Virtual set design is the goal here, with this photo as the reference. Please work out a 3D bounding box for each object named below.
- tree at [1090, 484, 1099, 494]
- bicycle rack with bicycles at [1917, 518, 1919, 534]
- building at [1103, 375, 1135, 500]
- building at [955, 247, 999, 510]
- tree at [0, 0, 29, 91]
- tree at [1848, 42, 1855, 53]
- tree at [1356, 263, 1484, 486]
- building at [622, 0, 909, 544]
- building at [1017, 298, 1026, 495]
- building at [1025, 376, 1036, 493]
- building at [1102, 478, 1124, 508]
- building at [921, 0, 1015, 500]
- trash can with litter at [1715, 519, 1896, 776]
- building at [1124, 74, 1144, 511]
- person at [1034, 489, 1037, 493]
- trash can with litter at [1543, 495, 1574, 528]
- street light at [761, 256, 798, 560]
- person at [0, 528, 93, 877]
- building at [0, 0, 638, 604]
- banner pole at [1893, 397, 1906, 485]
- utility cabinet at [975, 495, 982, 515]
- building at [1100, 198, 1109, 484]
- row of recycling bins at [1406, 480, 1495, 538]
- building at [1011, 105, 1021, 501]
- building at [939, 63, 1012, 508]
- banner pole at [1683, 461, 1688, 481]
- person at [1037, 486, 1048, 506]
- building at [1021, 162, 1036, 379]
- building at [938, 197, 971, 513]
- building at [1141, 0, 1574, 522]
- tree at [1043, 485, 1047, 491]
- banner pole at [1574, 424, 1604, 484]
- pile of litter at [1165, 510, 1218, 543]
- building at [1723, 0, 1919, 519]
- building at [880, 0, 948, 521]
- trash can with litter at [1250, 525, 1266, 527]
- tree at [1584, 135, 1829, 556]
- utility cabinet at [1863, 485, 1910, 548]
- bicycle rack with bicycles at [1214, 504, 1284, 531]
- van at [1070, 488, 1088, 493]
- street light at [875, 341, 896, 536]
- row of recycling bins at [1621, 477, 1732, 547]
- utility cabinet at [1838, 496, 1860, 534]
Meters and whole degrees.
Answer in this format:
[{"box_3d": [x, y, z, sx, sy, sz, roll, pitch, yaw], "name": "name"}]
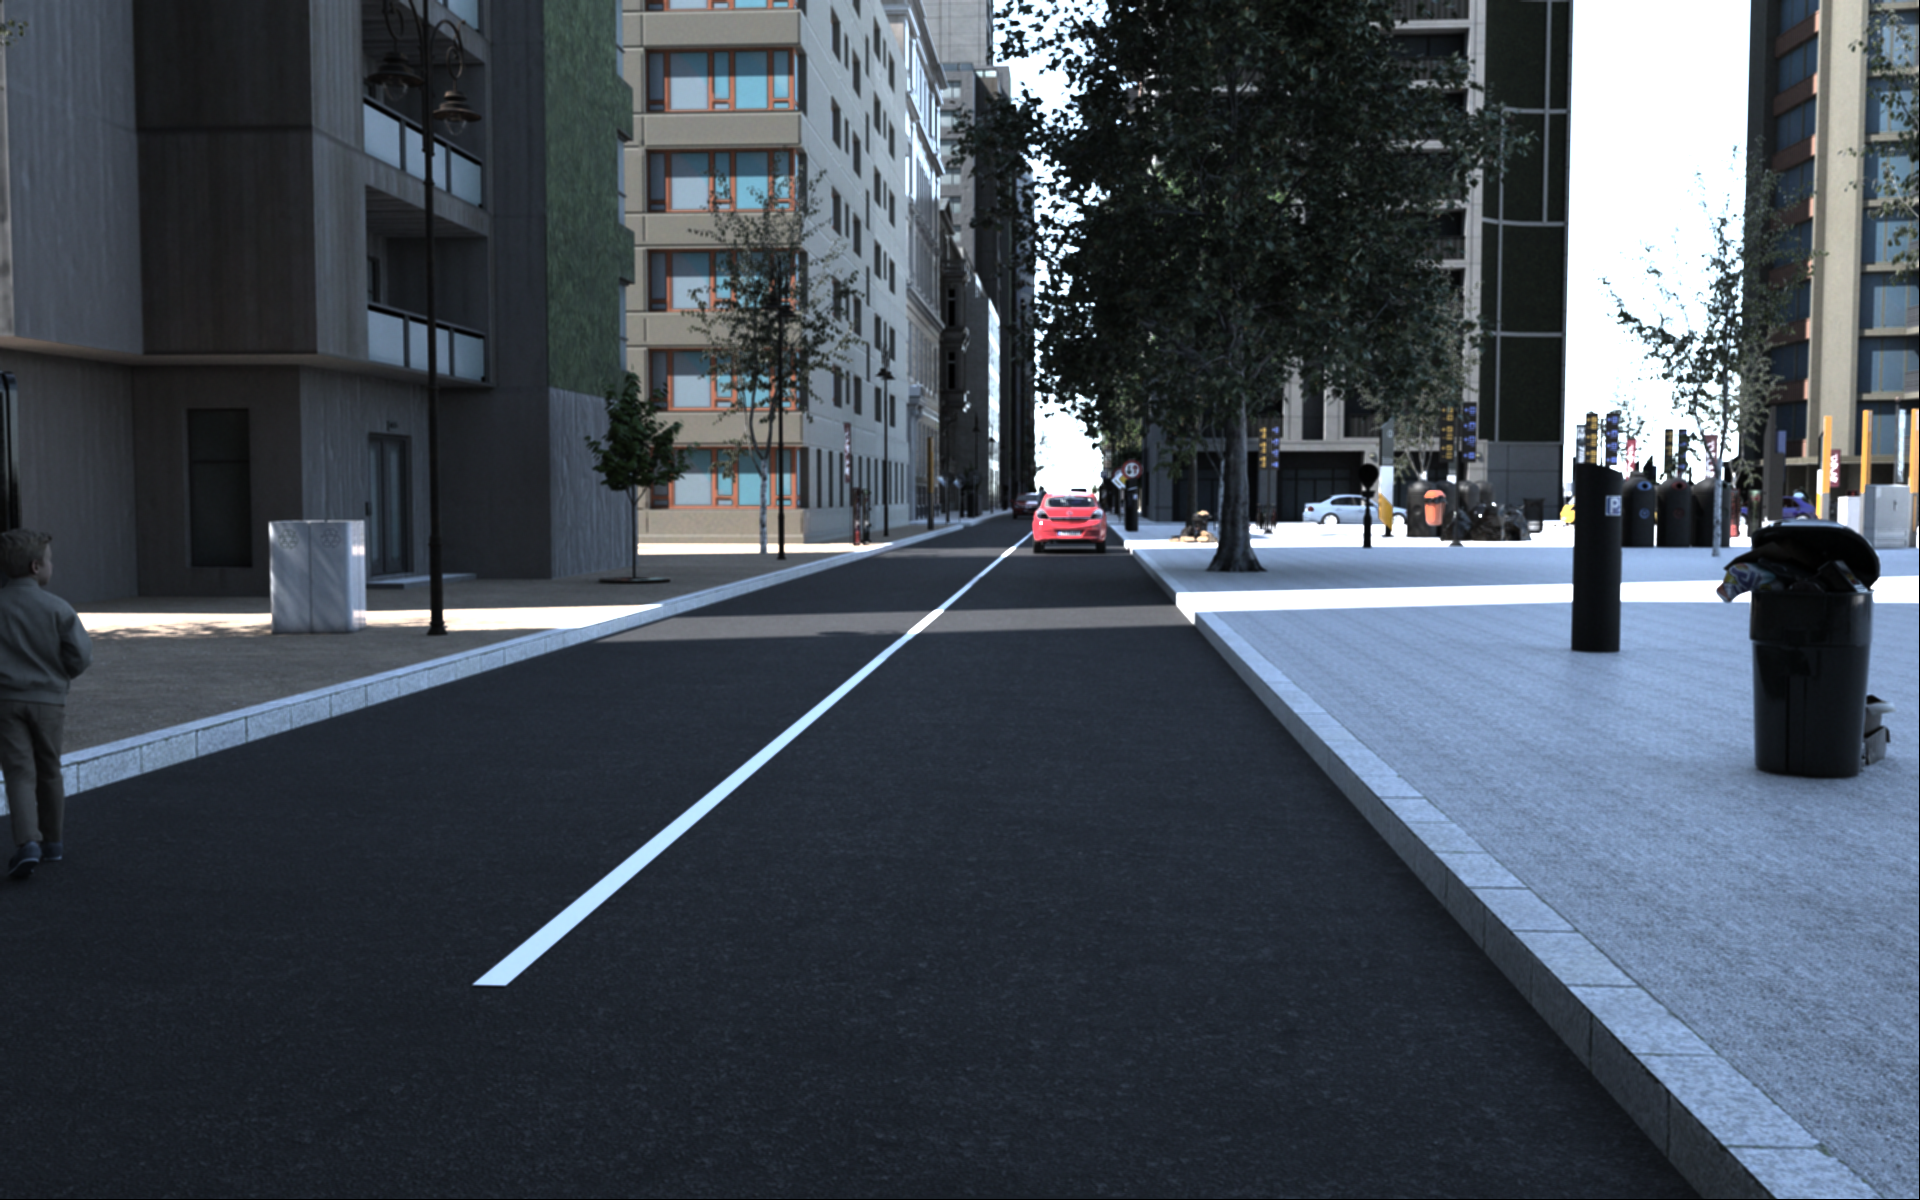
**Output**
[{"box_3d": [21.169, -17.002, 272.591, 1.663, 3.219, 1.824, 0, 3, 0], "name": "tree"}, {"box_3d": [30.115, -2.586, 55.669, 2.925, 0.926, 2.852, 1, 4, 15], "name": "bicycle rack with bicycles"}, {"box_3d": [27.525, -34.526, 248.090, 14.154, 41.232, 14.086, 0, 4, 4], "name": "building"}, {"box_3d": [-2.349, -17.623, 142.888, 10.420, 20.320, 16.860, 0, 4, 4], "name": "building"}, {"box_3d": [-10.368, -3.920, 14.460, 4.360, 8.622, 3.978, 0, 3, 0], "name": "tree"}, {"box_3d": [11.828, -4.171, 18.559, 4.360, 8.622, 3.978, 0, 3, 0], "name": "tree"}, {"box_3d": [14.964, -6.457, 55.936, 4.360, 8.622, 3.978, 0, 3, 0], "name": "tree"}, {"box_3d": [-17.464, -13.037, 58.194, 28.899, 21.520, 27.650, 0, 4, 4], "name": "building"}, {"box_3d": [2.119, -29.026, 246.270, 14.160, 30.474, 14.107, 0, 4, 4], "name": "building"}, {"box_3d": [-2.459, -25.892, 268.367, 27.650, 21.520, 28.899, 0, 4, 4], "name": "building"}, {"box_3d": [31.957, -30.473, 190.108, 32.217, 40.220, 23.993, 0, 4, 4], "name": "building"}, {"box_3d": [-4.745, -45.212, 177.470, 20.563, 71.187, 20.611, 0, 4, 4], "name": "building"}, {"box_3d": [4.034, 0.195, 8.193, 0.624, 1.170, 1.055, 3, 5, 39], "name": "trash can with litter"}, {"box_3d": [23.762, -29.485, 136.706, 22.147, 44.769, 28.867, 0, 4, 4], "name": "building"}, {"box_3d": [5.083, -6.681, 118.087, 0.721, 1.781, 0.623, 0, 4, -8], "name": "person"}, {"box_3d": [23.516, -3.385, 66.395, 2.233, 1.210, 1.678, 1, 4, 14], "name": "trash can with litter"}, {"box_3d": [-3.502, -3.732, 33.804, 0.468, 5.910, 1.993, 0, 4, 4], "name": "street light"}, {"box_3d": [-3.561, 0.378, 6.588, 0.475, 1.303, 0.640, -2, 4, -31], "name": "person"}, {"box_3d": [-13.266, -20.796, 23.613, 14.154, 41.232, 14.086, 0, 4, 4], "name": "building"}, {"box_3d": [24.329, -3.357, 44.899, 0.863, 3.779, 0.401, -3, 5, -44], "name": "banner pole"}, {"box_3d": [1.017, -5.824, 106.390, 0.306, 1.237, 1.020, -2, 4, -26], "name": "utility cabinet"}, {"box_3d": [37.859, -43.290, 297.033, 28.713, 52.752, 27.495, 0, 4, 4], "name": "building"}, {"box_3d": [14.801, -2.743, 51.969, 3.534, 1.692, 1.069, -2, 4, -35], "name": "row of recycling bins"}, {"box_3d": [-0.304, -33.349, 195.371, 14.600, 45.320, 14.200, 0, 4, 4], "name": "building"}, {"box_3d": [-2.498, -29.190, 160.857, 14.154, 41.232, 14.086, 0, 4, 4], "name": "building"}, {"box_3d": [47.898, -7.608, 114.403, 0.401, 3.779, 0.863, 3, 5, 41], "name": "banner pole"}, {"box_3d": [4.169, -4.759, 86.415, 0.679, 1.850, 0.850, 0, 4, -4], "name": "person"}, {"box_3d": [2.022, -46.126, 296.152, 21.231, 58.520, 28.212, 0, 4, 4], "name": "building"}, {"box_3d": [-6.594, -18.236, 117.241, 14.460, 24.649, 34.723, 0, 4, 4], "name": "building"}, {"box_3d": [19.836, -39.629, 86.189, 20.611, 71.187, 20.563, 0, 4, 4], "name": "building"}, {"box_3d": [13.273, -17.780, 285.295, 1.663, 3.219, 1.824, 0, 3, 0], "name": "tree"}, {"box_3d": [19.668, -3.939, 54.414, 0.863, 3.779, 0.401, -1, 4, -11], "name": "banner pole"}, {"box_3d": [6.244, -1.925, 45.440, 1.719, 0.858, 1.176, 3, 5, 45], "name": "pile of litter"}, {"box_3d": [54.237, -26.408, 86.397, 28.867, 44.769, 22.147, 0, 4, 4], "name": "building"}, {"box_3d": [-7.983, -18.586, 89.780, 13.634, 28.700, 20.117, 0, 4, 4], "name": "building"}, {"box_3d": [11.094, -3.482, 67.990, 2.233, 1.210, 1.678, 0, 4, -8], "name": "trash can with litter"}, {"box_3d": [15.417, -5.213, 35.600, 4.360, 8.622, 3.978, 0, 3, 0], "name": "tree"}, {"box_3d": [21.713, -1.950, 40.564, 1.173, 1.500, 0.318, -2, 4, -25], "name": "utility cabinet"}, {"box_3d": [10.311, -2.950, 61.611, 2.852, 0.926, 2.925, 2, 4, 23], "name": "bicycle rack with bicycles"}, {"box_3d": [11.810, -10.300, 172.793, 2.240, 2.365, 5.245, 0, 4, 3], "name": "van"}, {"box_3d": [-2.249, -4.880, 52.568, 0.468, 5.910, 1.993, 0, 4, 4], "name": "street light"}, {"box_3d": [16.850, -2.132, 41.979, 3.534, 1.692, 1.069, 0, 4, -3], "name": "row of recycling bins"}, {"box_3d": [24.301, -2.198, 47.097, 1.020, 1.237, 0.306, -2, 4, -29], "name": "utility cabinet"}]
